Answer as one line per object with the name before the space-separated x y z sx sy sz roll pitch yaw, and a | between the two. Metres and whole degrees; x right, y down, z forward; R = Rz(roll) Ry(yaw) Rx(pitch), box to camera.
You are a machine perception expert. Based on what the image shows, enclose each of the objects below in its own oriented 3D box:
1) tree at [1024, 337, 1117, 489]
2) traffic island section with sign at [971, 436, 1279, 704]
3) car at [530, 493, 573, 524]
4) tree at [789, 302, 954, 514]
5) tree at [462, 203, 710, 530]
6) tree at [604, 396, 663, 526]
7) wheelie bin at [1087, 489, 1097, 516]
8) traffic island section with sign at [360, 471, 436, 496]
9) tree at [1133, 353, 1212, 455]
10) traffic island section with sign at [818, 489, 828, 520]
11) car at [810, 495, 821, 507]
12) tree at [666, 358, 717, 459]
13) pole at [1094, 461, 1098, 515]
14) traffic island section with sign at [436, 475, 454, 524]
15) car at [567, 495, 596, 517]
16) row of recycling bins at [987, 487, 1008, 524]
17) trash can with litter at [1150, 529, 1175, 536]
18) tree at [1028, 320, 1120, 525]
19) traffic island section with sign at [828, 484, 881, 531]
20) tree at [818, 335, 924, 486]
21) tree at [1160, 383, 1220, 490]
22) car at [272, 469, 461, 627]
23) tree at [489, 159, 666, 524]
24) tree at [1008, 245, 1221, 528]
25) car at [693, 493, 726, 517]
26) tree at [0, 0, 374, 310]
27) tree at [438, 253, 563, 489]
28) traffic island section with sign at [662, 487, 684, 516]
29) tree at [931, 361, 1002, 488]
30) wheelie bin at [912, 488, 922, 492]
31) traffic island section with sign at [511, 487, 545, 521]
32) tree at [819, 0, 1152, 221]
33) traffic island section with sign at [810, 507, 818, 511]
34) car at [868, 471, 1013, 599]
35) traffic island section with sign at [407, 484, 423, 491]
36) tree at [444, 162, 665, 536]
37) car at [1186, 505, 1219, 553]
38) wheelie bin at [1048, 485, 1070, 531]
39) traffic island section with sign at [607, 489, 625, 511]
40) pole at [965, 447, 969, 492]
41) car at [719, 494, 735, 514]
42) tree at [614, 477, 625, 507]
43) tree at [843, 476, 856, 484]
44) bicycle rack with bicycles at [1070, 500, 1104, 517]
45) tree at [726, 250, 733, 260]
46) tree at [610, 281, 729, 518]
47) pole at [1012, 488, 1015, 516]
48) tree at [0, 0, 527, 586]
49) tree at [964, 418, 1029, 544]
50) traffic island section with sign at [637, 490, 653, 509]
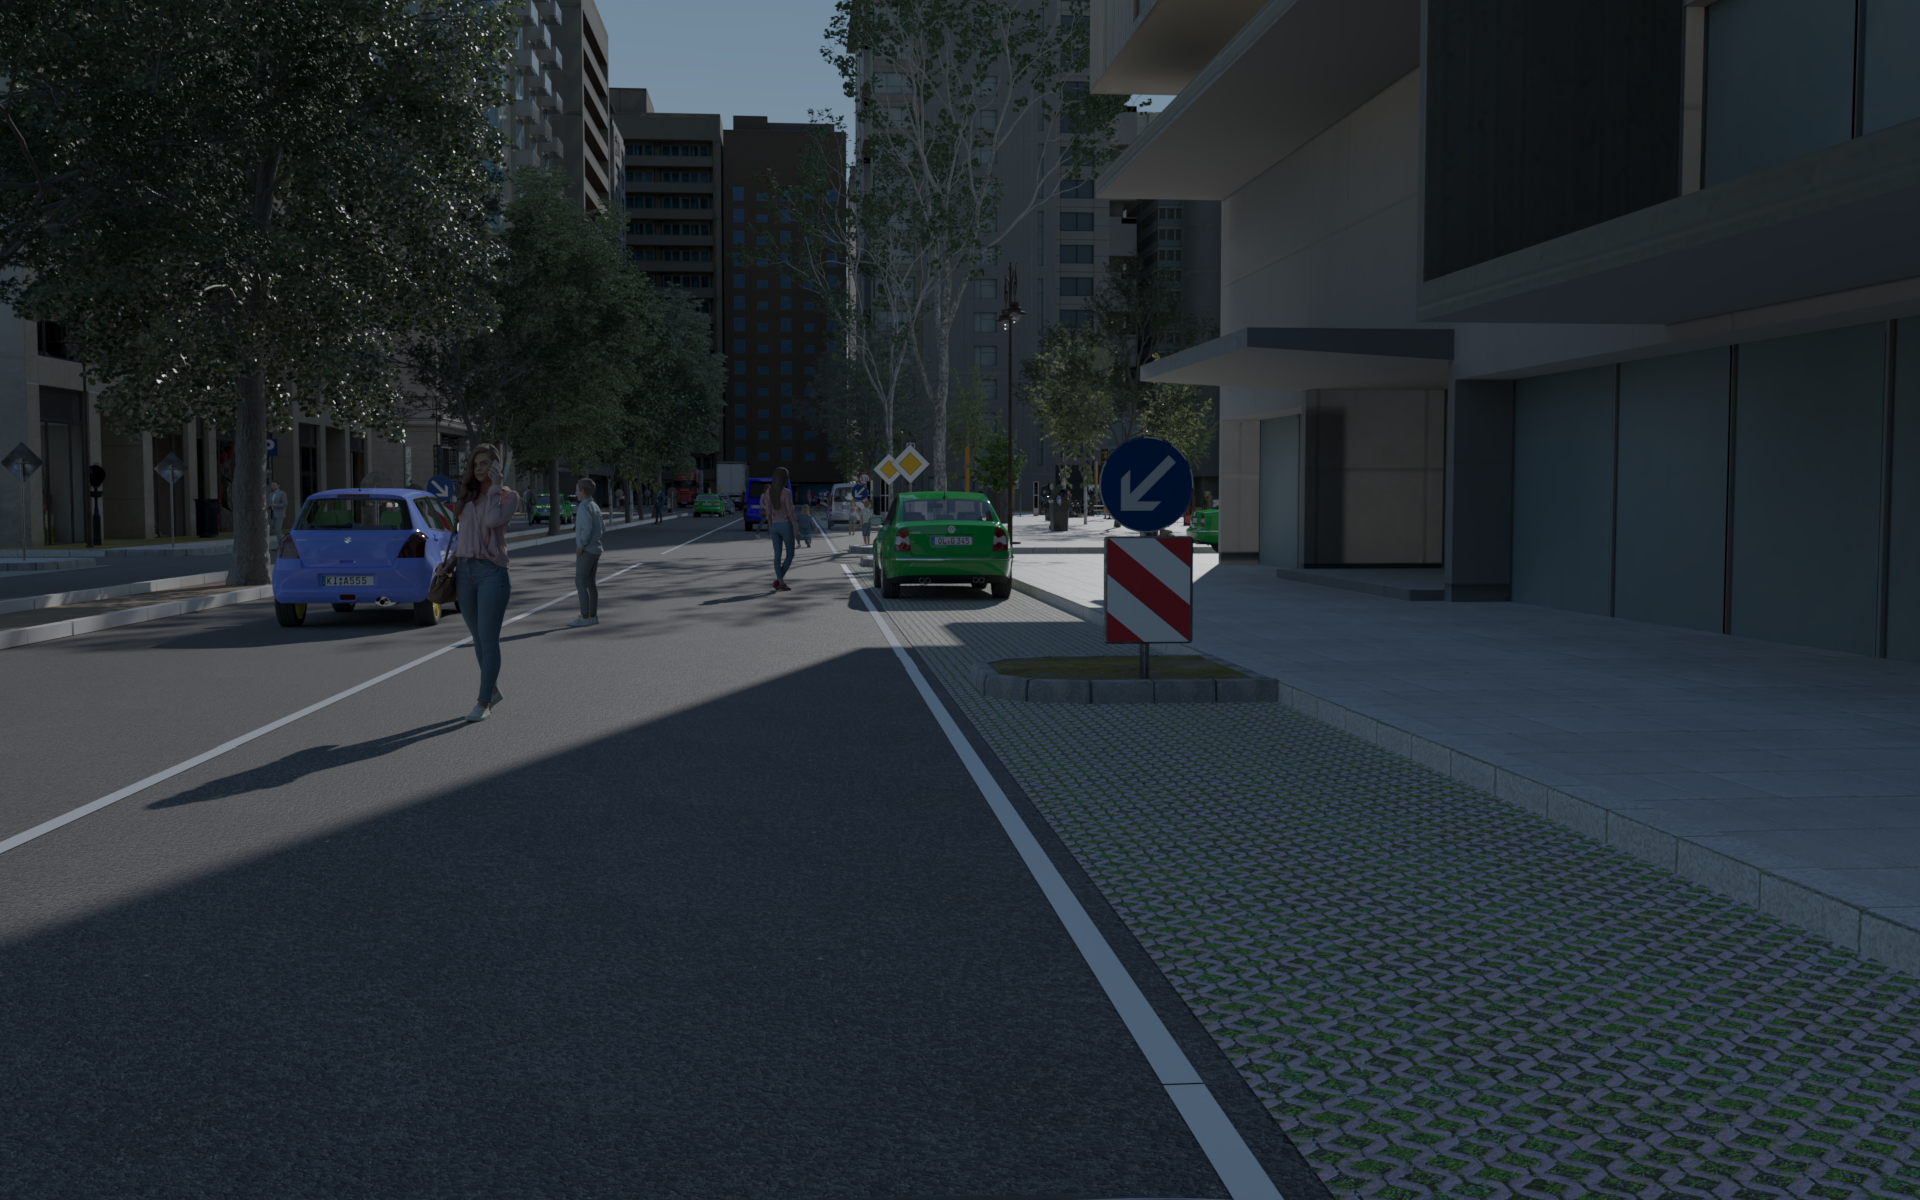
tree | 4.931 -7.825 78.306 4.360 8.622 3.978 0 3 0
traffic island section with sign | 1.111 -0.249 12.704 1.989 1.847 2.006 0 4 -5
car | -19.823 -4.591 83.864 1.959 1.807 4.718 0 4 -7
tree | -5.798 -12.263 110.866 12.009 13.543 11.850 0 3 0
tree | -14.835 -9.088 68.050 9.611 12.733 9.660 0 3 0
tree | -15.529 -7.587 76.859 4.737 8.622 4.395 0 3 0
wheelie bin | 7.724 -5.770 102.254 0.693 1.594 0.980 0 4 8
traffic island section with sign | -11.653 -1.595 34.208 2.006 1.907 1.989 0 4 -5
tree | 10.564 -8.328 86.522 4.360 8.622 3.978 0 3 0
traffic island section with sign | -6.567 -5.237 94.247 1.989 1.847 2.006 0 4 -5
car | -14.573 -10.031 176.582 1.945 1.354 3.894 0 4 -4
tree | -15.929 -8.941 83.047 8.767 10.594 7.601 0 4 -5
pole | 8.504 -7.002 108.326 0.158 3.312 0.155 0 3 0
traffic island section with sign | -12.338 -2.046 41.584 2.006 1.907 1.989 0 4 -5
car | -21.224 -5.164 96.428 2.014 1.417 4.499 0 4 -6
row of recycling bins | 1.676 -4.262 76.801 1.069 1.692 3.534 0 4 0
trash can with litter | 5.647 -2.317 49.264 1.055 1.170 0.624 3 5 39
tree | 5.058 -7.471 72.511 4.737 8.622 4.395 0 3 0
traffic island section with sign | -4.034 -3.595 67.411 1.989 1.847 2.006 0 4 -5
tree | -6.365 -12.511 122.680 7.486 12.596 7.792 0 3 0
tree | 14.508 -9.887 112.022 4.737 8.622 4.395 0 3 0
car | -6.675 -0.641 20.074 1.945 1.707 3.694 0 4 -7
tree | -12.484 -6.615 45.018 8.767 10.594 7.601 0 4 -5
tree | 6.039 -8.033 65.750 8.767 10.594 7.601 0 4 -5
car | -15.621 -6.063 107.920 1.959 1.807 4.718 0 4 -4
tree | -10.000 -4.941 17.658 8.767 10.594 7.601 0 4 -5
tree | -13.712 -6.035 51.491 4.360 8.622 3.978 0 3 0
traffic island section with sign | -19.393 -6.621 116.391 2.006 1.907 1.989 0 4 -5
tree | 0.383 -8.929 96.358 4.737 8.622 4.395 0 3 0
wheelie bin | -2.282 -5.043 90.359 0.693 1.594 0.980 -3 5 -42
traffic island section with sign | -23.325 -5.153 92.882 1.989 1.847 2.006 0 4 -5
tree | -0.018 -12.065 53.155 12.611 20.169 13.585 0 3 0
traffic island section with sign | -13.865 -9.980 171.806 1.989 1.847 2.006 0 4 -5
car | -0.320 -0.994 25.044 1.959 1.807 4.718 0 4 -5
traffic island section with sign | -20.781 -3.500 65.849 1.989 1.847 2.006 0 4 -5
tree | -14.062 -8.494 59.456 7.486 12.596 7.792 0 3 0
car | 7.714 -1.951 40.700 4.718 1.807 1.959 0 4 -4
wheelie bin | 3.451 -3.194 60.125 0.693 1.594 0.980 -1 4 -14
traffic island section with sign | -28.023 -8.198 142.665 1.989 1.847 2.006 0 4 -5
pole | 0.308 -4.979 75.246 0.158 3.312 0.155 0 3 0
car | -16.968 -6.779 122.831 2.014 1.417 4.499 0 4 -4
tree | -34.695 -11.102 176.116 1.663 3.219 1.824 0 3 0
tree | -10.364 -10.017 158.385 1.663 3.219 1.824 0 3 0
bicycle rack with bicycles | 6.984 -5.250 99.225 2.852 0.926 2.925 2 4 28
tree | -4.824 -14.103 86.478 12.611 20.169 13.585 0 3 0
tree | -18.308 -11.928 104.141 9.857 13.997 8.962 0 3 0
pole | 3.172 -6.685 103.149 0.158 3.312 0.155 0 3 0
tree | -11.207 -7.208 26.959 9.857 13.997 8.962 0 3 0
tree | 0.916 -3.050 44.464 1.663 3.219 1.824 0 3 0
traffic island section with sign | -30.544 -9.839 169.503 1.989 1.847 2.006 0 4 -5
